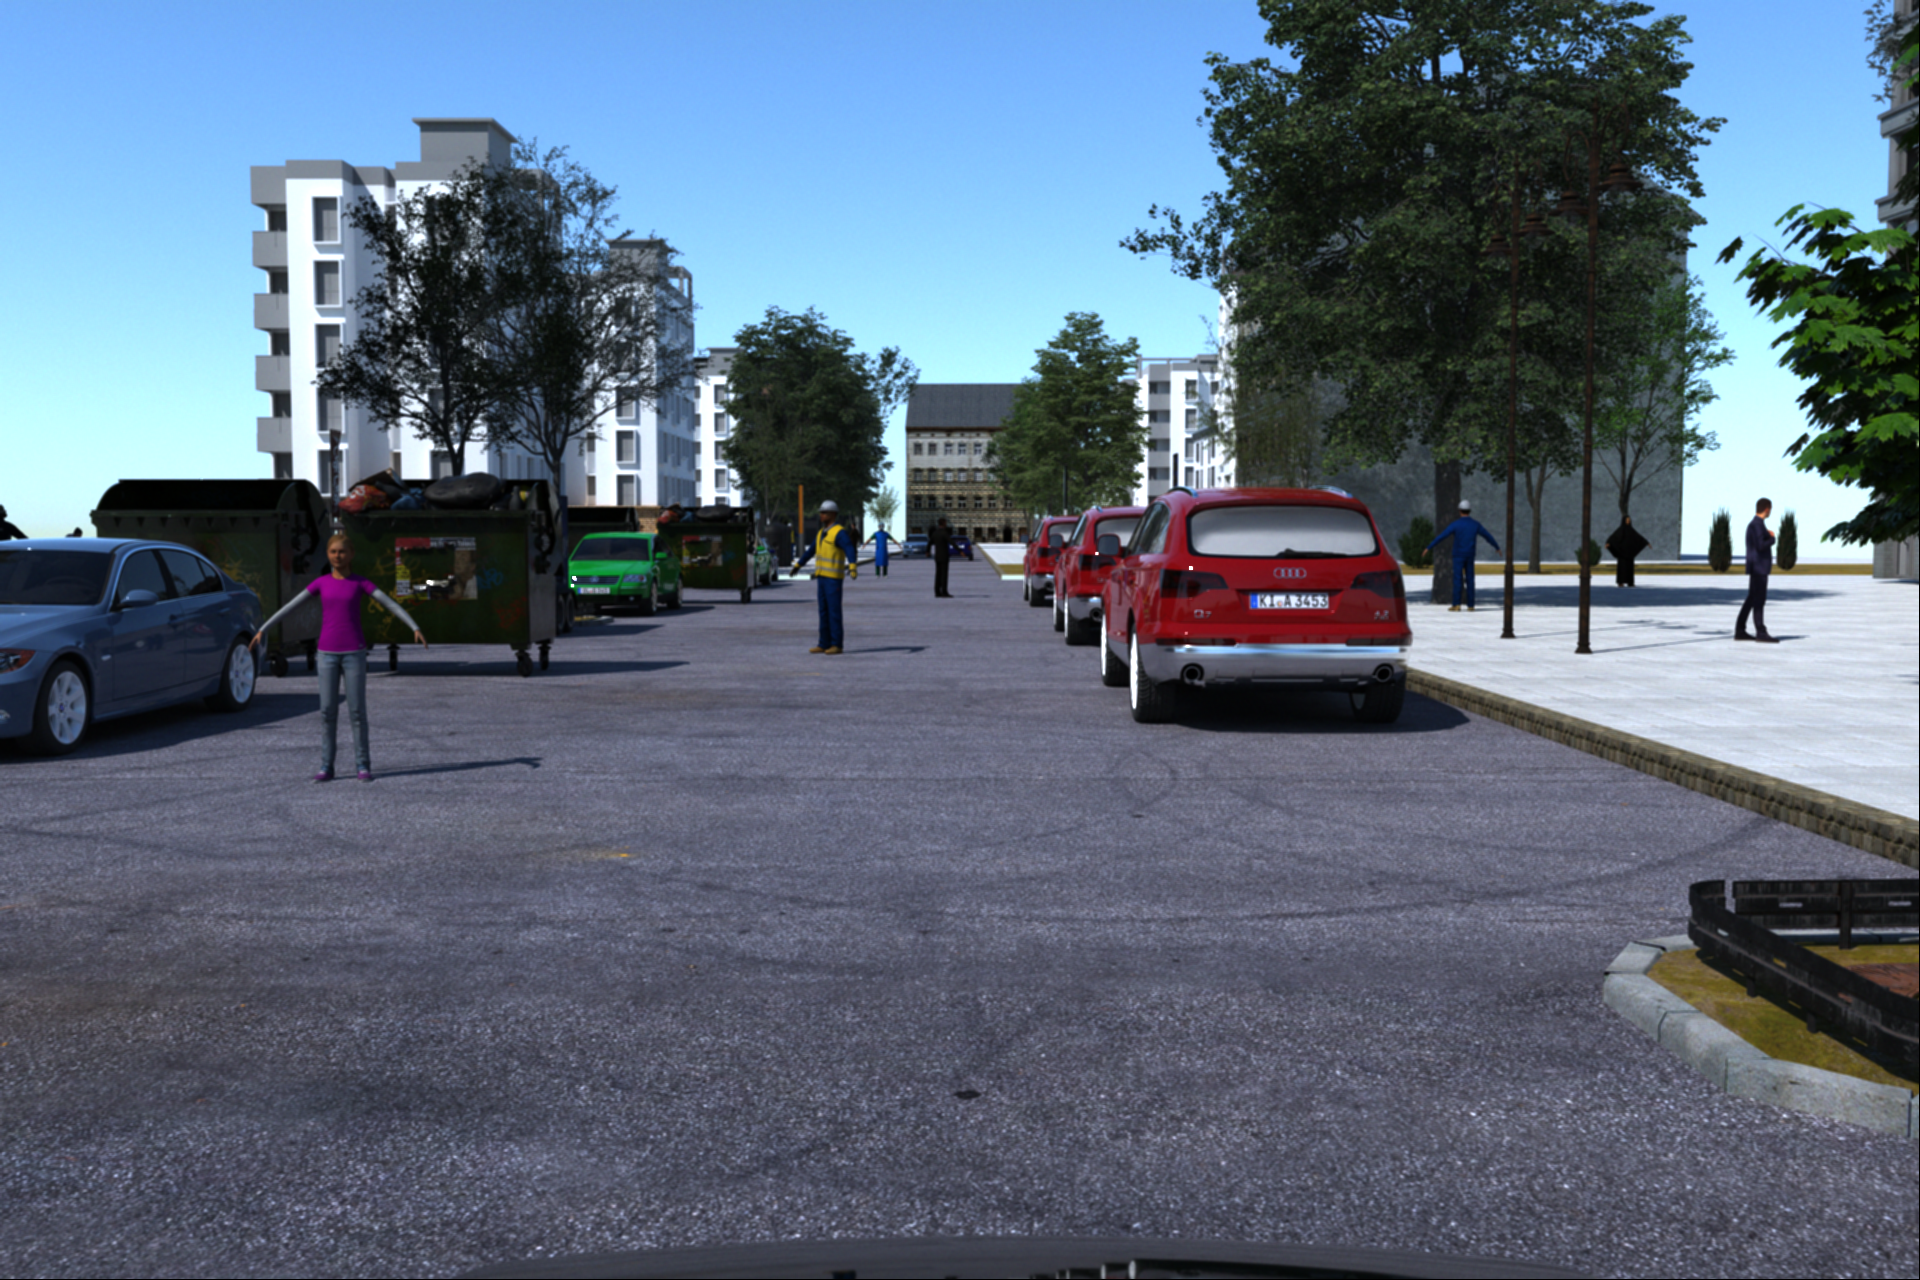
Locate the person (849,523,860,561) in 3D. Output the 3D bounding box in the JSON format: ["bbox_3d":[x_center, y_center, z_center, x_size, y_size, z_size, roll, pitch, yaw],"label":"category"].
[{"bbox_3d":[-5.025,-4.628,81.810,0.704,1.812,1.346,2,4,26],"label":"person"}]

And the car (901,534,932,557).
[{"bbox_3d":[-2.646,-5.880,108.143,2.014,1.417,4.499,0,3,0],"label":"car"}]

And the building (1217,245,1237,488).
[{"bbox_3d":[22.221,-15.751,113.940,16.016,20.090,11.380,0,4,0],"label":"building"}]

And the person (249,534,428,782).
[{"bbox_3d":[-3.581,0.105,10.008,0.991,1.433,0.599,-1,4,-9],"label":"person"}]

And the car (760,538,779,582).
[{"bbox_3d":[-6.509,-2.438,52.448,1.945,1.354,3.894,0,3,0],"label":"car"}]

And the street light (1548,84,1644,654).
[{"bbox_3d":[6.707,-2.793,18.449,0.468,5.910,1.993,0,3,0],"label":"street light"}]

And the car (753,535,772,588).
[{"bbox_3d":[-6.200,-2.345,47.131,1.959,1.807,4.718,0,4,1],"label":"car"}]

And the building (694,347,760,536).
[{"bbox_3d":[-27.062,-19.579,176.535,16.016,20.090,11.380,0,4,1],"label":"building"}]

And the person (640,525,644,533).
[{"bbox_3d":[-15.541,-4.716,83.912,0.721,1.733,1.217,0,4,-3],"label":"person"}]

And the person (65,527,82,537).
[{"bbox_3d":[-21.002,-1.935,40.874,0.799,1.438,0.628,-1,4,-9],"label":"person"}]

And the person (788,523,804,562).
[{"bbox_3d":[-7.772,-4.467,79.492,1.216,1.772,0.721,-1,4,-23],"label":"person"}]

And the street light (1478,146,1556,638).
[{"bbox_3d":[6.763,-2.961,21.196,0.468,5.910,1.993,0,4,0],"label":"street light"}]

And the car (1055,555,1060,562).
[{"bbox_3d":[2.718,-1.089,29.605,2.131,1.459,4.920,0,4,0],"label":"car"}]

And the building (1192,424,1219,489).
[{"bbox_3d":[24.071,-11.591,131.666,9.099,9.664,28.070,0,4,0],"label":"building"}]

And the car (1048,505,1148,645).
[{"bbox_3d":[2.378,-0.928,23.842,2.281,1.827,5.304,0,4,1],"label":"car"}]

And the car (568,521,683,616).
[{"bbox_3d":[-6.220,-1.401,31.697,1.959,1.807,4.718,0,3,0],"label":"car"}]

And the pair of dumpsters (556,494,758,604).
[{"bbox_3d":[-6.448,-1.884,35.749,4.436,2.255,1.574,0,4,0],"label":"pair of dumpsters"}]

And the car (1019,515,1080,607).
[{"bbox_3d":[2.376,-1.649,35.640,2.281,1.827,5.304,0,4,0],"label":"car"}]

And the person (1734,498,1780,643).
[{"bbox_3d":[9.520,-0.837,20.644,0.530,1.710,0.541,2,4,31],"label":"person"}]

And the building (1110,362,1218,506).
[{"bbox_3d":[22.416,-20.942,198.828,16.016,20.090,11.380,0,4,0],"label":"building"}]

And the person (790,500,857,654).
[{"bbox_3d":[-1.586,-0.754,20.757,0.705,1.833,1.349,-3,4,-38],"label":"person"}]

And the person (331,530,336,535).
[{"bbox_3d":[-22.587,-3.383,61.504,1.347,1.806,0.705,-2,4,-28],"label":"person"}]

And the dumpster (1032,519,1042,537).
[{"bbox_3d":[2.915,-2.460,48.441,1.865,1.857,1.264,0,3,0],"label":"dumpster"}]

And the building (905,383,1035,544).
[{"bbox_3d":[1.761,-25.550,251.131,18.063,23.208,19.493,0,4,2],"label":"building"}]

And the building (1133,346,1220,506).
[{"bbox_3d":[23.474,-19.939,182.424,16.016,20.090,11.380,0,4,0],"label":"building"}]

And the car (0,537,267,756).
[{"bbox_3d":[-6.648,-0.043,12.704,2.014,1.417,4.499,0,3,0],"label":"car"}]

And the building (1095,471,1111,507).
[{"bbox_3d":[23.162,-17.559,229.233,9.099,9.664,28.070,0,4,1],"label":"building"}]

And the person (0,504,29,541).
[{"bbox_3d":[-18.276,-1.658,32.983,1.351,1.845,0.704,-1,4,-21],"label":"person"}]

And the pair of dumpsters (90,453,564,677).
[{"bbox_3d":[-6.395,-0.779,17.690,4.436,2.255,1.574,0,4,0],"label":"pair of dumpsters"}]

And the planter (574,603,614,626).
[{"bbox_3d":[-6.630,-0.401,27.697,1.991,0.319,1.994,0,4,0],"label":"planter"}]

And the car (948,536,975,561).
[{"bbox_3d":[-0.140,-4.952,93.541,1.945,1.354,3.894,0,3,0],"label":"car"}]

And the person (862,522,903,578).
[{"bbox_3d":[-2.547,-2.923,56.373,1.347,1.817,0.704,-1,4,-12],"label":"person"}]

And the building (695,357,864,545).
[{"bbox_3d":[-26.991,-22.784,216.497,27.936,21.610,32.646,0,4,0],"label":"building"}]

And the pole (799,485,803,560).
[{"bbox_3d":[-6.628,-4.796,72.265,0.158,3.312,0.155,0,3,0],"label":"pole"}]

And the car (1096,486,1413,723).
[{"bbox_3d":[2.336,-0.368,14.695,2.281,1.827,5.304,0,4,1],"label":"car"}]

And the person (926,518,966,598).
[{"bbox_3d":[-0.382,-1.863,39.149,0.704,1.802,1.346,-3,5,-40],"label":"person"}]

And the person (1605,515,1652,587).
[{"bbox_3d":[16.202,-2.155,42.020,1.214,1.737,0.721,-1,4,-9],"label":"person"}]

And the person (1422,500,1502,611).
[{"bbox_3d":[8.374,-1.402,28.799,1.347,1.842,0.705,0,4,-3],"label":"person"}]
